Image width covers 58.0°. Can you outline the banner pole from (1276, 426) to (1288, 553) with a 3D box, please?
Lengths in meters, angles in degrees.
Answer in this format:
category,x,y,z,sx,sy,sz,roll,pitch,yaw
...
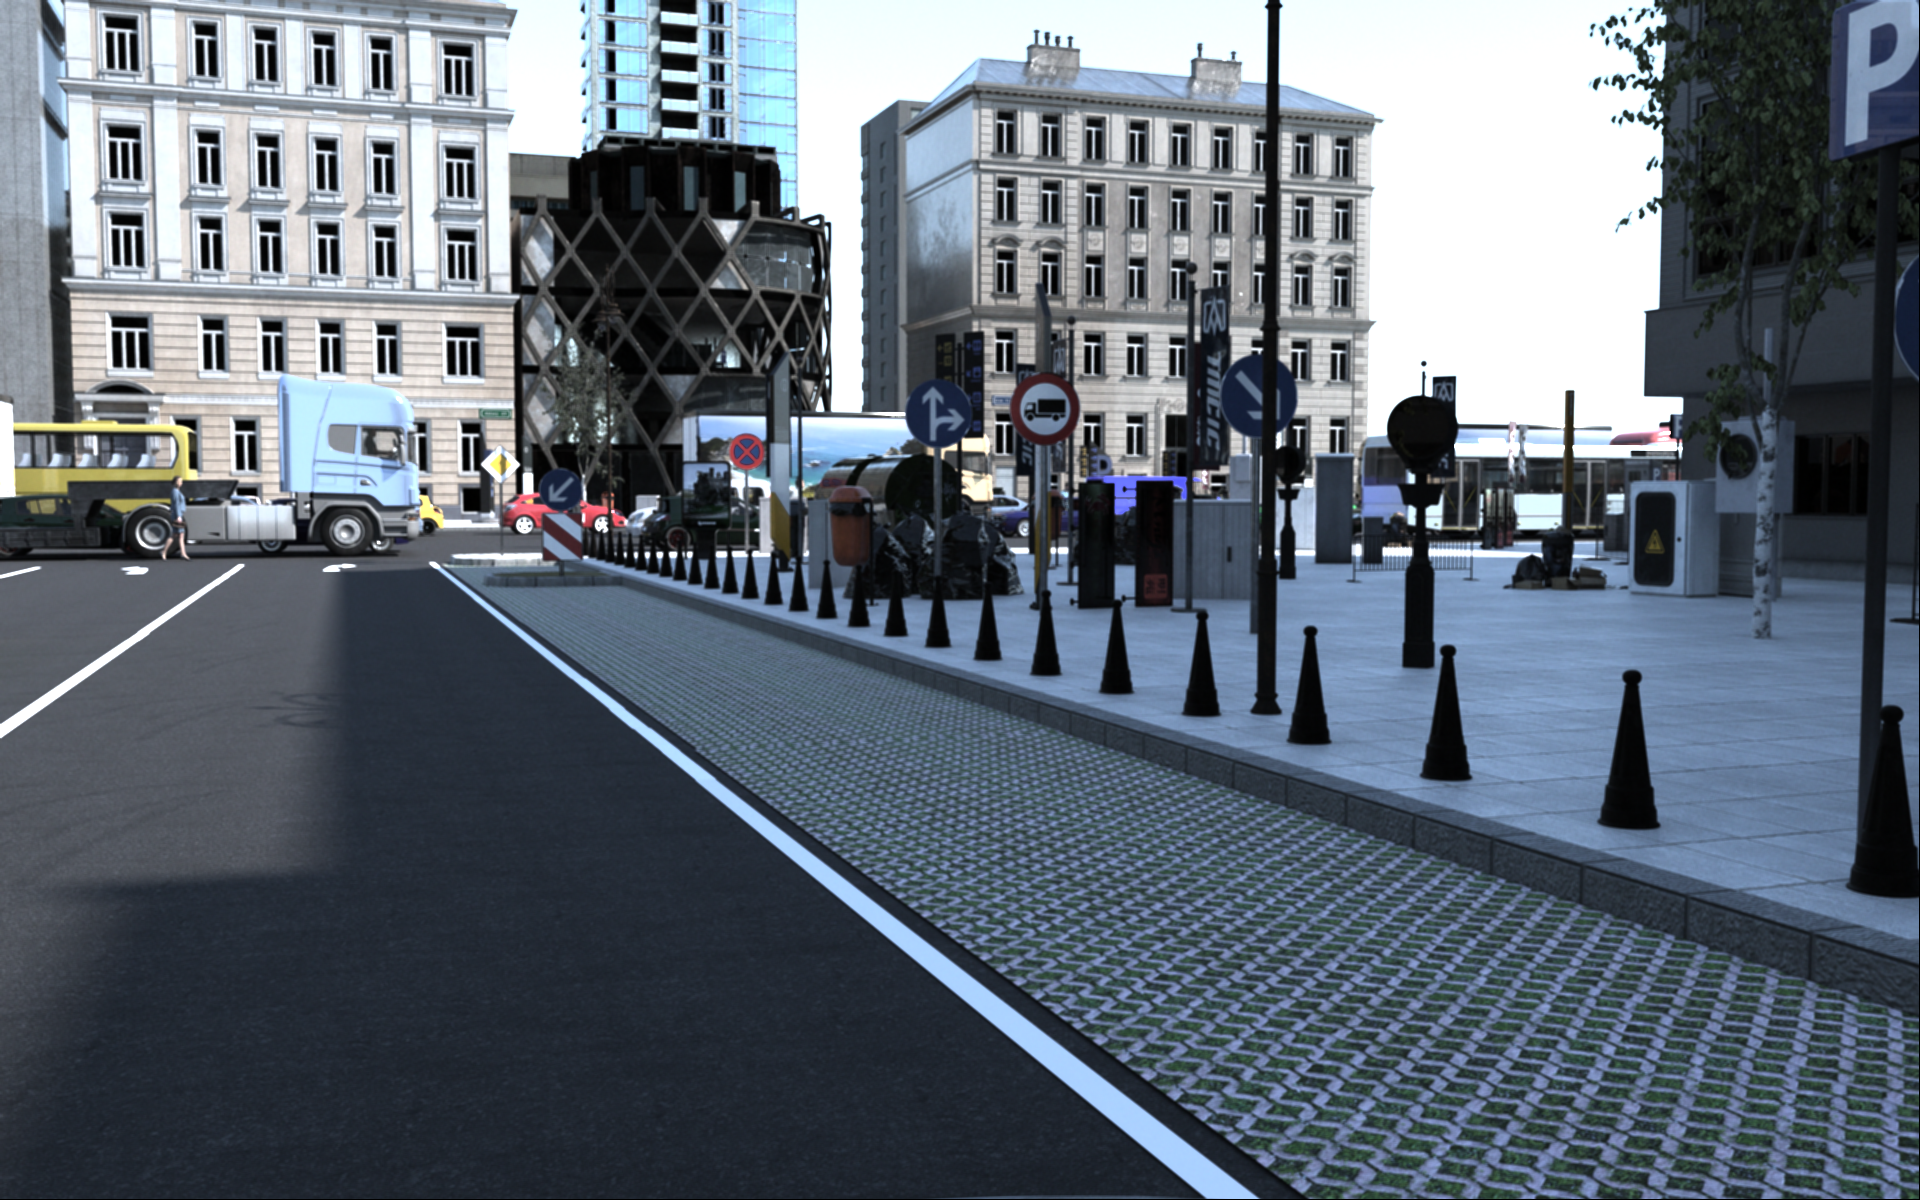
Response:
category,x,y,z,sx,sy,sz,roll,pitch,yaw
banner pole,6.956,-2.900,37.425,0.401,3.779,0.863,3,5,39

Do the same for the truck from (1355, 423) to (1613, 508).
category,x,y,z,sx,sy,sz,roll,pitch,yaw
truck,20.905,-4.966,70.112,11.283,4.237,2.839,-1,4,-18

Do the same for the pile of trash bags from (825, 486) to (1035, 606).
category,x,y,z,sx,sy,sz,roll,pitch,yaw
pile of trash bags,-0.614,-0.704,21.270,1.912,1.369,3.447,2,4,26

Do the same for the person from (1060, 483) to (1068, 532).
category,x,y,z,sx,sy,sz,roll,pitch,yaw
person,4.016,-3.489,65.404,0.638,1.841,0.748,0,4,-1

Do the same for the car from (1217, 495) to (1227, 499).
category,x,y,z,sx,sy,sz,roll,pitch,yaw
car,10.721,-3.910,73.721,4.222,1.686,2.009,-1,4,-21

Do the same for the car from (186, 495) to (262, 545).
category,x,y,z,sx,sy,sz,roll,pitch,yaw
car,-20.786,-2.326,50.036,4.499,1.417,2.014,-1,4,-20

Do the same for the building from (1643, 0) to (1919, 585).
category,x,y,z,sx,sy,sz,roll,pitch,yaw
building,21.984,-12.021,15.607,14.314,24.678,30.058,-1,4,-19

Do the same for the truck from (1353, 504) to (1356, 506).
category,x,y,z,sx,sy,sz,roll,pitch,yaw
truck,22.863,-5.448,78.838,18.799,4.110,2.967,-1,4,-18

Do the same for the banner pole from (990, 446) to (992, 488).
category,x,y,z,sx,sy,sz,roll,pitch,yaw
banner pole,1.586,-6.104,89.813,0.401,3.779,0.863,0,4,-5

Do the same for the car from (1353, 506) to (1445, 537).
category,x,y,z,sx,sy,sz,roll,pitch,yaw
car,14.607,-2.983,58.566,4.222,1.686,2.009,-1,4,-19

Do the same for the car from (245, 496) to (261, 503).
category,x,y,z,sx,sy,sz,roll,pitch,yaw
car,-24.733,-2.878,59.418,2.083,1.381,4.827,-1,4,-21

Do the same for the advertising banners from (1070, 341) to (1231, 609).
category,x,y,z,sx,sy,sz,roll,pitch,yaw
advertising banners,2.187,-1.436,19.674,2.074,3.025,0.090,-2,4,-25

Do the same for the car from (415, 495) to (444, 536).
category,x,y,z,sx,sy,sz,roll,pitch,yaw
car,-19.793,-3.013,59.479,3.980,1.641,2.015,-1,4,-19

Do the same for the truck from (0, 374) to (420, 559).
category,x,y,z,sx,sy,sz,roll,pitch,yaw
truck,-20.935,-2.938,37.803,18.799,4.110,2.967,-1,4,-21

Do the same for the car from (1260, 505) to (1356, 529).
category,x,y,z,sx,sy,sz,roll,pitch,yaw
car,12.692,-3.460,65.364,4.718,1.807,1.959,-1,4,-18

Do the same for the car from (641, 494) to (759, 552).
category,x,y,z,sx,sy,sz,roll,pitch,yaw
car,-6.014,-2.108,44.250,4.222,1.686,2.009,-1,4,-21

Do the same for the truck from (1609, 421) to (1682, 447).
category,x,y,z,sx,sy,sz,roll,pitch,yaw
truck,29.564,-4.762,66.775,11.283,4.237,2.839,-1,4,-20

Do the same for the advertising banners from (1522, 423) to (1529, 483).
category,x,y,z,sx,sy,sz,roll,pitch,yaw
advertising banners,13.439,-2.829,42.435,0.090,3.025,2.074,3,5,44

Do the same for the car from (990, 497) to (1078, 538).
category,x,y,z,sx,sy,sz,roll,pitch,yaw
car,2.983,-2.785,58.108,3.894,1.354,1.945,-1,4,-20

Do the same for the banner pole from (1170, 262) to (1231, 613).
category,x,y,z,sx,sy,sz,roll,pitch,yaw
banner pole,2.622,-1.749,18.617,0.401,3.779,0.863,-2,4,-32

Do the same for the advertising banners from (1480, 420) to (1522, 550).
category,x,y,z,sx,sy,sz,roll,pitch,yaw
advertising banners,12.666,-2.719,40.639,0.090,3.025,2.074,3,4,38

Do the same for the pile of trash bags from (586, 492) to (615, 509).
category,x,y,z,sx,sy,sz,roll,pitch,yaw
pile of trash bags,-17.192,-4.283,79.780,3.447,1.369,1.912,2,4,35

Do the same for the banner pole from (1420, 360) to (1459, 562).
category,x,y,z,sx,sy,sz,roll,pitch,yaw
banner pole,8.859,-2.589,32.343,0.863,3.779,0.401,2,4,33

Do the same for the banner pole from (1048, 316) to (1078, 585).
category,x,y,z,sx,sy,sz,roll,pitch,yaw
banner pole,1.477,-2.116,24.622,0.401,3.779,0.863,-1,4,-22

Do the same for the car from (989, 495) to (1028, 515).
category,x,y,z,sx,sy,sz,roll,pitch,yaw
car,0.824,-3.270,65.469,4.499,1.417,2.014,-1,4,-19

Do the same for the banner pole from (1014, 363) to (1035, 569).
category,x,y,z,sx,sy,sz,roll,pitch,yaw
banner pole,1.267,-2.410,29.428,0.863,3.779,0.401,-2,4,-35

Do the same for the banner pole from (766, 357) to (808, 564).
category,x,y,z,sx,sy,sz,roll,pitch,yaw
banner pole,-3.159,-2.551,31.733,0.863,3.779,0.401,0,4,2

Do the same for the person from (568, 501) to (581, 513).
category,x,y,z,sx,sy,sz,roll,pitch,yaw
person,-10.368,-2.353,46.335,0.474,1.900,0.648,-1,4,-17

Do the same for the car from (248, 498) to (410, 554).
category,x,y,z,sx,sy,sz,roll,pitch,yaw
car,-15.535,-1.842,42.697,3.894,1.354,1.945,-1,4,-18

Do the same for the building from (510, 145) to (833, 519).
category,x,y,z,sx,sy,sz,roll,pitch,yaw
building,-15.596,-13.814,93.307,16.811,18.784,16.820,-1,4,-19

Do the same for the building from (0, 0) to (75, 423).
category,x,y,z,sx,sy,sz,roll,pitch,yaw
building,-51.738,-15.942,78.667,19.932,24.808,12.078,-1,4,-19

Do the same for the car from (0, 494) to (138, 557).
category,x,y,z,sx,sy,sz,roll,pitch,yaw
car,-20.752,-1.899,40.833,4.222,1.686,2.009,-1,4,-20

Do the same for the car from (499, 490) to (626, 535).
category,x,y,z,sx,sy,sz,roll,pitch,yaw
car,-14.310,-3.265,62.416,4.494,1.783,2.155,-1,4,-20

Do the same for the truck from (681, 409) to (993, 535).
category,x,y,z,sx,sy,sz,roll,pitch,yaw
truck,-3.828,-4.355,60.113,11.283,4.237,2.839,-1,4,-21

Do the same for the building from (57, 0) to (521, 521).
category,x,y,z,sx,sy,sz,roll,pitch,yaw
building,-32.803,-18.372,86.294,20.117,28.700,13.634,-1,4,-19

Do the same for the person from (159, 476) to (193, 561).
category,x,y,z,sx,sy,sz,roll,pitch,yaw
person,-16.816,-1.748,37.105,0.654,1.822,0.581,-1,4,-9

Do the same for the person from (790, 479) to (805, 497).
category,x,y,z,sx,sy,sz,roll,pitch,yaw
person,-3.870,-2.000,41.300,0.391,1.810,0.635,0,4,3

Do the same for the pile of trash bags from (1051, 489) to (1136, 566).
category,x,y,z,sx,sy,sz,roll,pitch,yaw
pile of trash bags,2.724,-1.349,31.804,3.447,1.369,1.912,-3,4,-36

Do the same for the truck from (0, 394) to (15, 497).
category,x,y,z,sx,sy,sz,roll,pitch,yaw
truck,-32.058,-3.541,46.813,11.283,4.237,2.839,-1,4,-19

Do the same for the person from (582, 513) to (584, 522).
category,x,y,z,sx,sy,sz,roll,pitch,yaw
person,-12.535,-2.896,56.195,0.624,1.780,0.694,1,4,20

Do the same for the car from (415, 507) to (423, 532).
category,x,y,z,sx,sy,sz,roll,pitch,yaw
car,-18.940,-2.539,53.519,4.499,1.417,2.014,-1,4,-21
